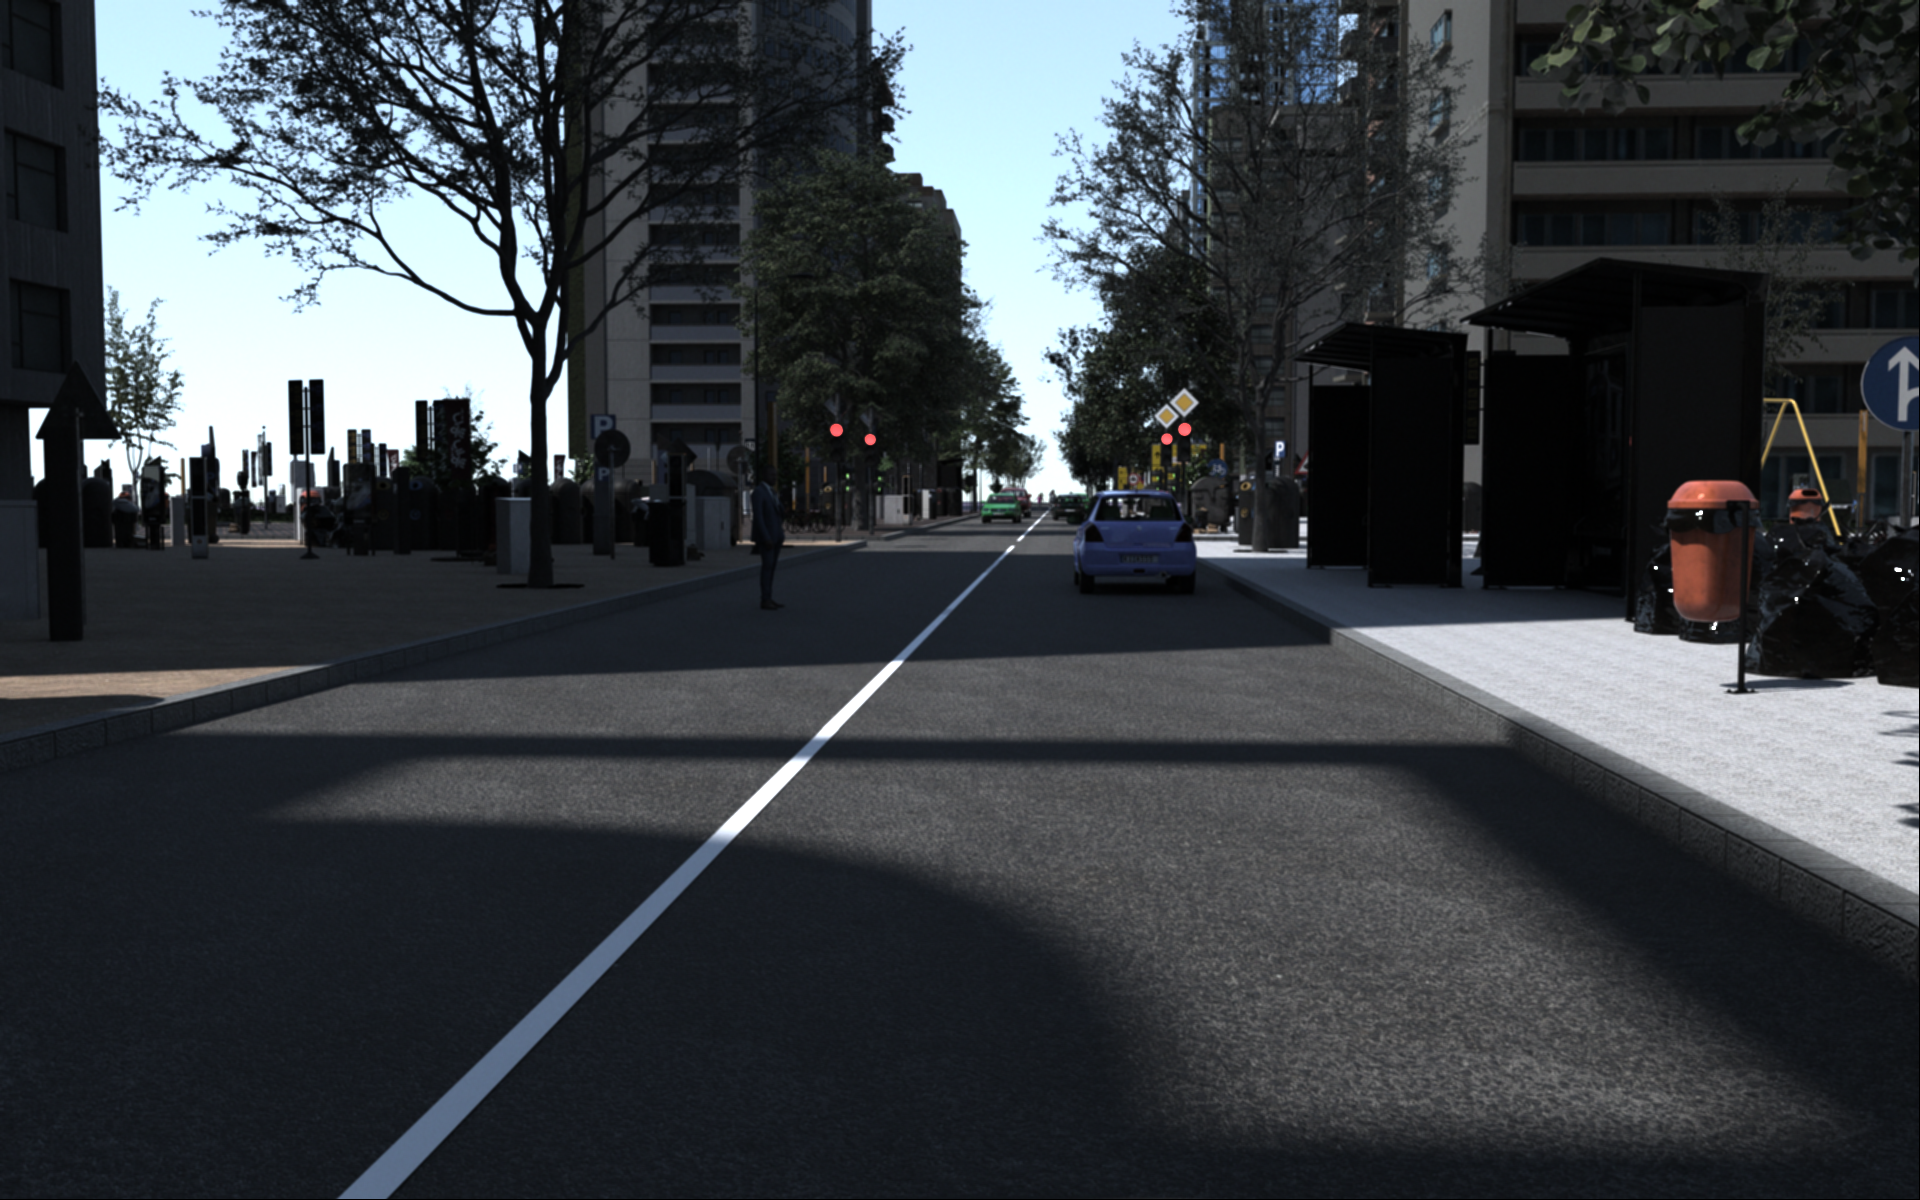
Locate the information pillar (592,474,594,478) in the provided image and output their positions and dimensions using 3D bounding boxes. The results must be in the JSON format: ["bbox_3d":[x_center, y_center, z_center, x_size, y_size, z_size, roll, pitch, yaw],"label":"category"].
[{"bbox_3d":[-13.170,-3.580,63.020,0.304,2.012,0.304,1,4,21],"label":"information pillar"}]

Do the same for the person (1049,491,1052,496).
[{"bbox_3d":[12.423,-13.861,234.993,0.709,1.838,0.599,-2,4,-31],"label":"person"}]

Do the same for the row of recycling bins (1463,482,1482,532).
[{"bbox_3d":[17.524,-3.281,60.765,1.069,1.692,3.534,0,4,-1],"label":"row of recycling bins"}]

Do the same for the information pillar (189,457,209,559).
[{"bbox_3d":[-15.155,-1.835,34.487,0.304,2.012,0.304,-1,4,-21],"label":"information pillar"}]

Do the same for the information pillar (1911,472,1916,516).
[{"bbox_3d":[31.324,-3.220,57.135,0.304,2.012,0.304,2,4,25],"label":"information pillar"}]

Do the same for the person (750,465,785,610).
[{"bbox_3d":[-2.420,-0.801,21.785,0.419,1.800,0.721,1,4,9],"label":"person"}]

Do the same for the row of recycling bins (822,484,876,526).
[{"bbox_3d":[-4.499,-3.872,70.424,1.069,1.692,3.534,-2,4,-32],"label":"row of recycling bins"}]

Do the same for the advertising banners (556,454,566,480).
[{"bbox_3d":[-18.398,-4.899,76.282,2.074,3.025,0.090,-1,4,-17],"label":"advertising banners"}]

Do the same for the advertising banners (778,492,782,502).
[{"bbox_3d":[-4.968,-3.081,46.561,0.090,3.025,2.074,-1,4,-13],"label":"advertising banners"}]

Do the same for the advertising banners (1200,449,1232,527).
[{"bbox_3d":[10.022,-4.384,67.872,0.090,3.025,2.074,3,5,44],"label":"advertising banners"}]

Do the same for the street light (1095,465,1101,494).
[{"bbox_3d":[11.450,-10.221,139.651,1.470,5.913,1.316,0,4,3],"label":"street light"}]

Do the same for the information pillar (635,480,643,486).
[{"bbox_3d":[-16.692,-5.235,90.092,0.304,2.012,0.304,-3,5,-41],"label":"information pillar"}]

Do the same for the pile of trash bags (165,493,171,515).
[{"bbox_3d":[-47.051,-5.666,102.387,1.912,1.369,3.447,-2,4,-29],"label":"pile of trash bags"}]

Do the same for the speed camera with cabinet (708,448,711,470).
[{"bbox_3d":[-11.358,-4.874,74.028,2.038,3.252,0.660,2,4,30],"label":"speed camera with cabinet"}]

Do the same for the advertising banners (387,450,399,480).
[{"bbox_3d":[-21.322,-4.352,67.340,2.074,3.025,0.090,1,4,12],"label":"advertising banners"}]

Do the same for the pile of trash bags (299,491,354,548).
[{"bbox_3d":[-15.374,-2.017,42.737,3.447,1.369,1.912,3,5,43],"label":"pile of trash bags"}]

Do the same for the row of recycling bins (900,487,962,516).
[{"bbox_3d":[-1.588,-5.753,101.179,3.534,1.692,1.069,1,4,10],"label":"row of recycling bins"}]

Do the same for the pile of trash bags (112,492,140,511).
[{"bbox_3d":[-61.305,-7.245,128.212,3.447,1.369,1.912,-3,5,-43],"label":"pile of trash bags"}]

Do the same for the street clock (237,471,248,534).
[{"bbox_3d":[-22.765,-3.085,55.007,0.358,2.002,0.471,-3,4,-37],"label":"street clock"}]

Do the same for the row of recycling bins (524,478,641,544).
[{"bbox_3d":[-9.814,-2.305,44.793,3.534,1.692,1.069,-3,5,-43],"label":"row of recycling bins"}]

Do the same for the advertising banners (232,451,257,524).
[{"bbox_3d":[-28.846,-4.511,69.948,0.090,3.025,2.074,0,4,5],"label":"advertising banners"}]

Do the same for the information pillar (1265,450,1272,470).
[{"bbox_3d":[16.402,-6.173,92.282,0.504,3.616,0.183,-2,4,-24],"label":"information pillar"}]

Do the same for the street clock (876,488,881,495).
[{"bbox_3d":[-4.952,-6.171,105.462,0.358,2.002,0.471,1,4,20],"label":"street clock"}]

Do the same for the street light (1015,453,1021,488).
[{"bbox_3d":[6.016,-13.711,196.710,1.470,5.913,1.316,0,4,3],"label":"street light"}]

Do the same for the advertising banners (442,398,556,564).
[{"bbox_3d":[-8.418,-2.162,31.539,2.074,3.025,0.090,1,4,9],"label":"advertising banners"}]

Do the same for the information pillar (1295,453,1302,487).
[{"bbox_3d":[19.311,-6.579,98.919,0.504,3.616,0.183,-3,5,-41],"label":"information pillar"}]

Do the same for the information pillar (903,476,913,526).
[{"bbox_3d":[-2.134,-4.048,70.683,0.304,2.012,0.304,2,4,27],"label":"information pillar"}]

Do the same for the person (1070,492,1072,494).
[{"bbox_3d":[16.065,-14.801,251.169,0.621,1.740,0.551,-2,4,-34],"label":"person"}]

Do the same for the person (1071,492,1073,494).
[{"bbox_3d":[16.936,-15.495,262.624,1.217,1.735,0.721,-2,4,-24],"label":"person"}]

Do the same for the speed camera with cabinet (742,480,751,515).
[{"bbox_3d":[-13.413,-6.963,108.182,2.038,3.252,0.660,-3,5,-43],"label":"speed camera with cabinet"}]

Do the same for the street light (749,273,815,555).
[{"bbox_3d":[-3.752,-3.915,36.552,1.470,5.913,1.316,0,4,3],"label":"street light"}]

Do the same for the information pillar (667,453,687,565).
[{"bbox_3d":[-5.125,-1.644,31.378,0.304,2.012,0.304,0,4,-1],"label":"information pillar"}]

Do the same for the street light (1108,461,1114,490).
[{"bbox_3d":[8.806,-7.547,95.935,1.470,5.913,1.316,0,4,3],"label":"street light"}]

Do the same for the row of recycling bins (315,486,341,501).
[{"bbox_3d":[-46.649,-7.278,126.102,3.534,1.692,1.069,1,4,12],"label":"row of recycling bins"}]

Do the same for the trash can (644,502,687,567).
[{"bbox_3d":[-5.216,-1.167,30.742,0.748,1.137,0.748,0,3,0],"label":"trash can"}]

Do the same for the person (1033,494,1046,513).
[{"bbox_3d":[6.135,-7.483,134.072,0.991,1.433,0.599,1,4,10],"label":"person"}]

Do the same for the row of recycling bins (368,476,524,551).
[{"bbox_3d":[-11.972,-1.996,39.744,3.534,1.692,1.069,0,4,6],"label":"row of recycling bins"}]

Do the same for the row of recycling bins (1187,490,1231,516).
[{"bbox_3d":[15.177,-5.844,102.667,3.534,1.692,1.069,0,4,-6],"label":"row of recycling bins"}]

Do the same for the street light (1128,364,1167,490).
[{"bbox_3d":[6.832,-5.479,62.126,1.470,5.913,1.316,0,4,3],"label":"street light"}]

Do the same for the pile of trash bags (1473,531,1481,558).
[{"bbox_3d":[12.160,-1.558,35.230,3.447,1.369,1.912,-3,4,-36],"label":"pile of trash bags"}]

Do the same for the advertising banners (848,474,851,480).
[{"bbox_3d":[-8.068,-7.203,113.963,2.074,3.025,0.090,1,4,20],"label":"advertising banners"}]

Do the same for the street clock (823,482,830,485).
[{"bbox_3d":[-7.973,-6.022,103.030,0.471,2.002,0.358,-3,4,-36],"label":"street clock"}]

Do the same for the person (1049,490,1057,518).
[{"bbox_3d":[5.600,-5.789,104.158,0.512,1.701,0.522,1,4,18],"label":"person"}]

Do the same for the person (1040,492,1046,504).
[{"bbox_3d":[11.779,-14.755,250.463,1.217,1.735,0.721,0,4,7],"label":"person"}]

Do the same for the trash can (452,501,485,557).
[{"bbox_3d":[-9.873,-1.428,35.007,0.748,1.137,0.748,0,3,0],"label":"trash can"}]

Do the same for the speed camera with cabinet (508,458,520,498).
[{"bbox_3d":[-24.641,-6.155,94.971,0.660,3.252,2.038,-2,4,-35],"label":"speed camera with cabinet"}]

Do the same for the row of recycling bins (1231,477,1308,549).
[{"bbox_3d":[7.543,-2.145,42.180,1.069,1.692,3.534,0,4,-2],"label":"row of recycling bins"}]

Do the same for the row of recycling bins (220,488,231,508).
[{"bbox_3d":[-51.022,-6.880,119.598,1.069,1.692,3.534,-2,4,-31],"label":"row of recycling bins"}]

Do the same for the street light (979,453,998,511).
[{"bbox_3d":[2.112,-9.715,131.381,1.470,5.913,1.316,0,4,3],"label":"street light"}]

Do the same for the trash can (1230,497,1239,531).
[{"bbox_3d":[9.375,-2.798,57.402,0.748,1.137,0.748,0,3,0],"label":"trash can"}]

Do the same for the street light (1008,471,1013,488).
[{"bbox_3d":[4.057,-11.715,164.087,1.470,5.913,1.316,0,4,3],"label":"street light"}]

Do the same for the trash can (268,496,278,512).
[{"bbox_3d":[-42.746,-5.862,107.491,0.748,1.137,0.748,0,3,0],"label":"trash can"}]

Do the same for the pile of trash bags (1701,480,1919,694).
[{"bbox_3d":[6.237,-0.132,11.916,3.447,1.369,1.912,-2,4,-24],"label":"pile of trash bags"}]

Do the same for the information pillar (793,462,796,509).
[{"bbox_3d":[-9.954,-6.900,104.172,0.183,3.616,0.504,1,4,10],"label":"information pillar"}]

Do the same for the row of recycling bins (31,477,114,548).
[{"bbox_3d":[-22.219,-2.115,41.697,3.534,1.692,1.069,0,4,-2],"label":"row of recycling bins"}]

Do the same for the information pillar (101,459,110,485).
[{"bbox_3d":[-56.844,-7.575,115.202,0.504,3.616,0.183,-3,5,-43],"label":"information pillar"}]
